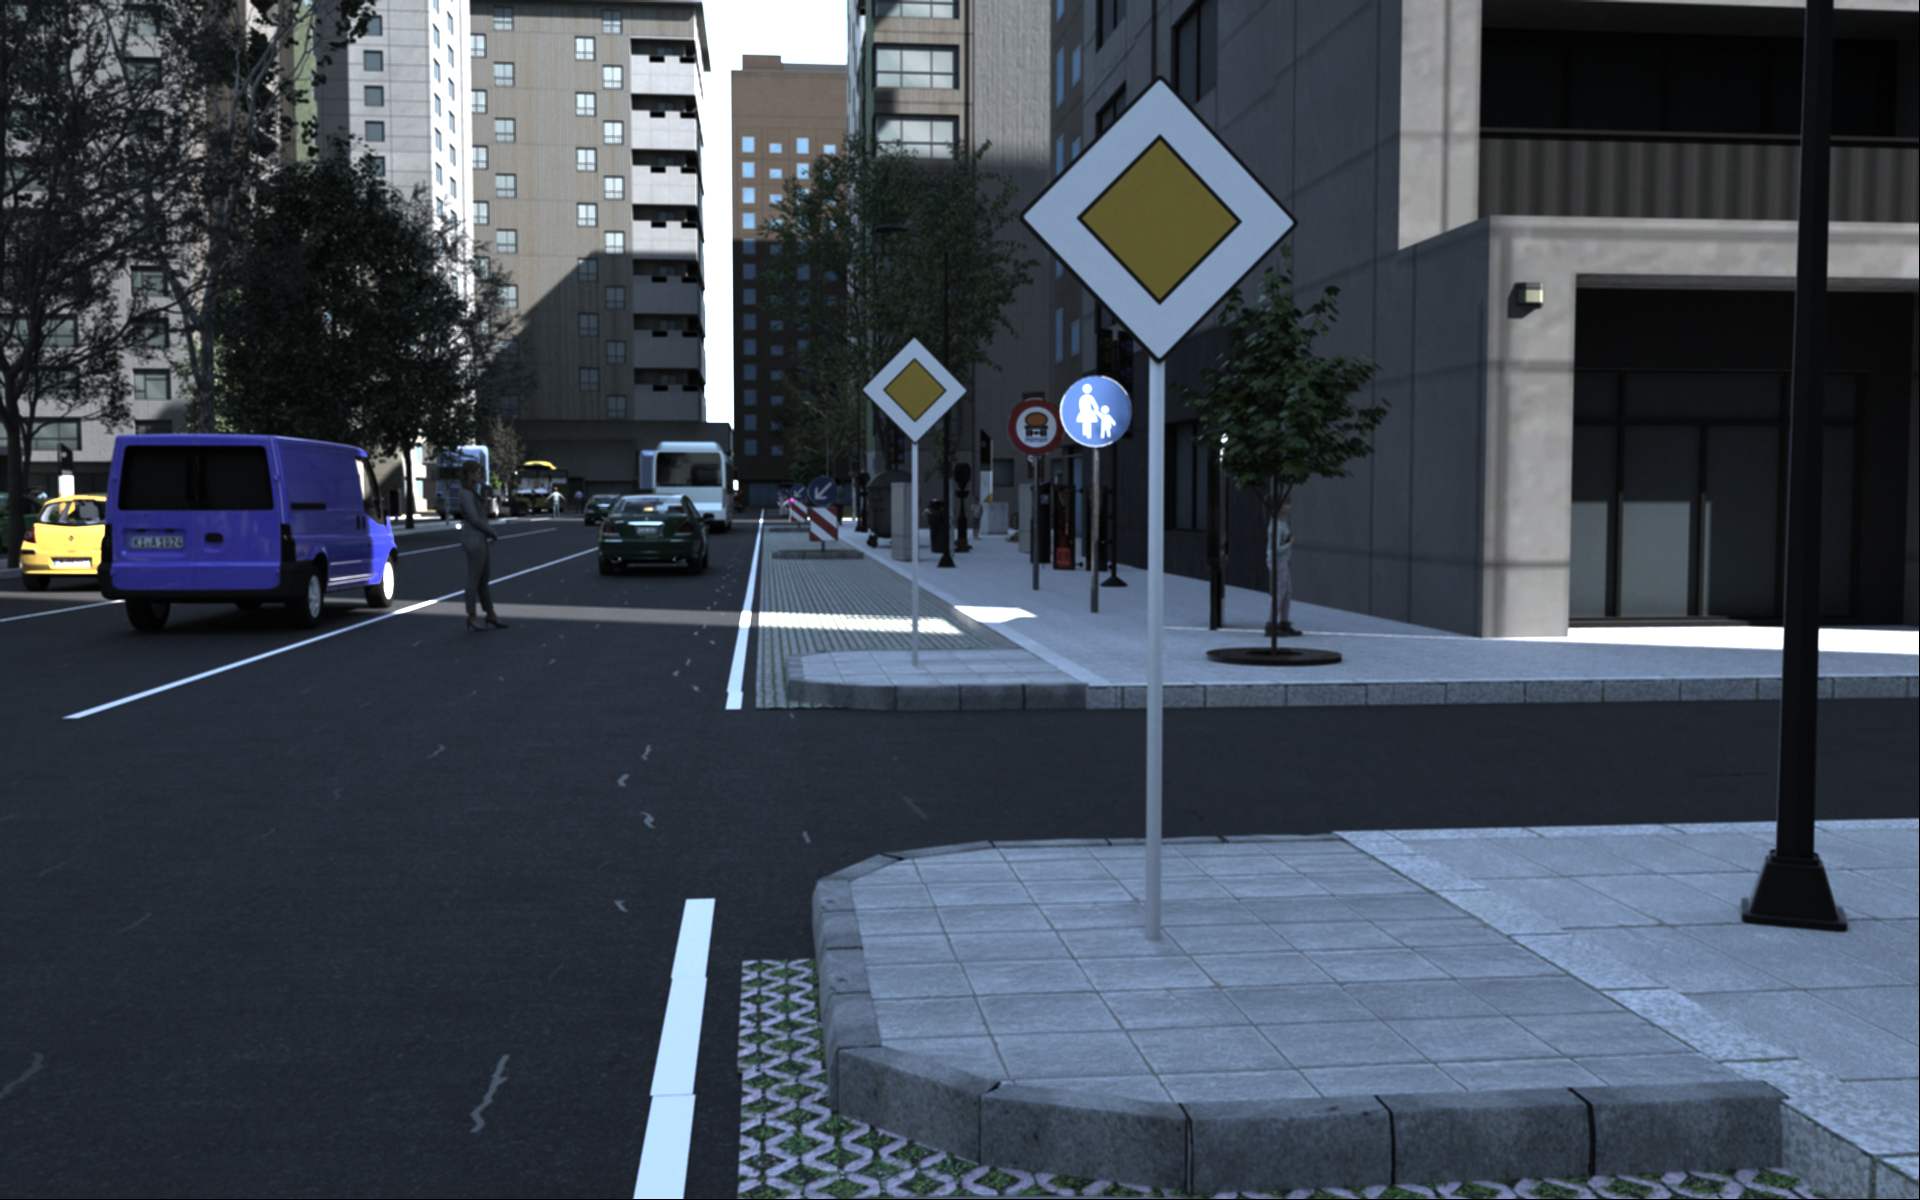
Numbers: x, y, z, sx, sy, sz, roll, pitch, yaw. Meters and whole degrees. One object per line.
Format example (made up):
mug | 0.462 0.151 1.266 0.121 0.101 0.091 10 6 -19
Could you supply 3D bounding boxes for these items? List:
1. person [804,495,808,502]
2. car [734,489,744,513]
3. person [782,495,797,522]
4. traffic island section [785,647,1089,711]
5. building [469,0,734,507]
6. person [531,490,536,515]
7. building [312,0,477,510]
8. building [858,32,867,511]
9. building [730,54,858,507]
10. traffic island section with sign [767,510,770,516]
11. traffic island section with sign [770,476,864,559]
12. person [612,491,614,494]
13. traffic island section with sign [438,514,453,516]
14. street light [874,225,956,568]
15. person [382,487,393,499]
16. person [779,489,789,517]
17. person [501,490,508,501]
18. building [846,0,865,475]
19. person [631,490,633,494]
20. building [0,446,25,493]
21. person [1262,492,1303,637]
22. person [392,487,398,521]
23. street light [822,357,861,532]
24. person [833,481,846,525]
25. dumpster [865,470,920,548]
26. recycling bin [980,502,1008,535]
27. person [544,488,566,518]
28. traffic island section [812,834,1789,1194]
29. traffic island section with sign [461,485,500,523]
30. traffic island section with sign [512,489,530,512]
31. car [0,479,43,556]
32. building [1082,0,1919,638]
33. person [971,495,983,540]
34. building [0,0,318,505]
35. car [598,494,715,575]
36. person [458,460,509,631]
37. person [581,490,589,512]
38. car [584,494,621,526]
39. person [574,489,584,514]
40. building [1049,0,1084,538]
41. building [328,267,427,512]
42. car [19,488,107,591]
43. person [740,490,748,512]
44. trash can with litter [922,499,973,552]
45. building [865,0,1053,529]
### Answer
person | -12.647 -8.236 140.574 0.599 1.838 0.709 -3 5 -40
car | -17.803 -7.621 133.282 2.281 1.827 5.304 0 4 -7
person | -8.768 -4.799 90.188 0.991 1.433 0.599 -1 4 -11
traffic island section | -0.291 0.572 12.923 2.009 0.180 2.903 0 4 -6
building | -38.445 -36.444 185.093 27.495 52.752 28.713 0 4 -6
person | -28.709 -6.585 116.966 0.445 1.727 0.742 -3 5 -42
building | -52.641 -43.184 144.303 20.611 71.187 20.563 0 4 -6
building | 0.377 -20.874 112.992 14.160 30.474 14.107 0 4 -6
building | -16.474 -32.440 180.511 14.200 45.320 14.600 0 4 -6
traffic island section with sign | -6.215 -3.484 65.593 1.989 1.847 2.006 0 4 -6
traffic island section with sign | -3.182 -1.836 38.639 1.989 1.847 2.006 0 4 -6
person | -32.549 -9.347 162.267 0.756 1.711 0.436 -3 4 -37
traffic island section with sign | -32.726 -6.346 112.389 1.989 1.847 2.006 0 4 -6
street light | -0.778 -3.523 30.134 1.470 5.913 1.316 0 4 -6
person | -35.597 -6.189 108.061 0.721 1.723 1.217 2 4 25
person | -11.015 -6.075 108.496 0.621 1.740 0.551 0 4 6
person | -33.328 -7.190 126.725 0.551 1.740 0.621 1 4 20
building | 4.372 -34.174 147.981 28.713 52.752 27.495 0 4 -6
person | -27.925 -8.538 148.114 1.348 1.821 0.705 0 4 0
building | -50.155 -22.302 56.524 32.217 40.220 23.993 0 4 -6
person | 2.902 -0.321 15.578 0.394 1.301 0.425 0 4 -1
person | -29.636 -5.032 90.861 0.705 1.812 1.348 -1 4 -18
street light | -3.976 -5.278 58.834 1.470 5.913 1.316 0 4 -6
person | -4.964 -3.960 70.963 0.592 1.802 0.473 0 4 1
dumpster | -1.621 -2.214 41.956 1.264 1.857 1.865 0 4 -6
recycling bin | 1.070 -2.592 54.935 0.722 1.027 0.722 -1 4 -21
person | -23.884 -5.732 102.294 1.350 1.814 0.705 -2 4 -31
traffic island section | 0.601 1.058 4.987 2.009 0.180 2.903 0 4 -6
traffic island section with sign | -23.505 -4.737 85.593 2.006 1.907 1.989 0 4 -6
traffic island section with sign | -35.742 -7.999 139.409 1.989 1.847 2.006 0 4 -6
car | -20.576 -1.686 36.371 1.959 1.807 4.718 0 4 -6
building | 13.747 -35.856 24.490 20.611 71.187 20.563 0 4 -6
person | 0.478 -2.312 48.527 0.332 1.250 0.352 1 4 20
building | -42.841 -19.566 91.598 14.160 30.474 14.107 0 4 -6
car | -5.672 -1.255 32.310 2.131 1.459 4.920 0 4 -6
person | -5.002 -0.579 18.235 0.573 1.790 0.520 -2 4 -30
person | -30.587 -8.043 140.729 1.217 1.735 0.721 3 4 36
car | -16.361 -4.187 80.252 2.131 1.459 4.920 0 4 -8
person | -27.739 -7.202 126.119 0.709 1.838 0.599 -1 4 -19
building | 10.388 -24.192 45.652 14.600 45.320 14.200 0 4 -6
building | -51.979 -16.383 112.895 27.650 21.520 28.899 0 4 -6
car | -13.093 -1.033 27.109 2.015 1.641 3.980 0 4 -5
person | -17.501 -7.941 138.890 0.990 1.755 0.434 -1 4 -10
trash can with litter | -0.267 -1.635 38.126 1.055 1.170 0.624 -3 5 -42
building | 3.083 -23.642 70.148 14.154 41.232 14.086 0 4 -6
